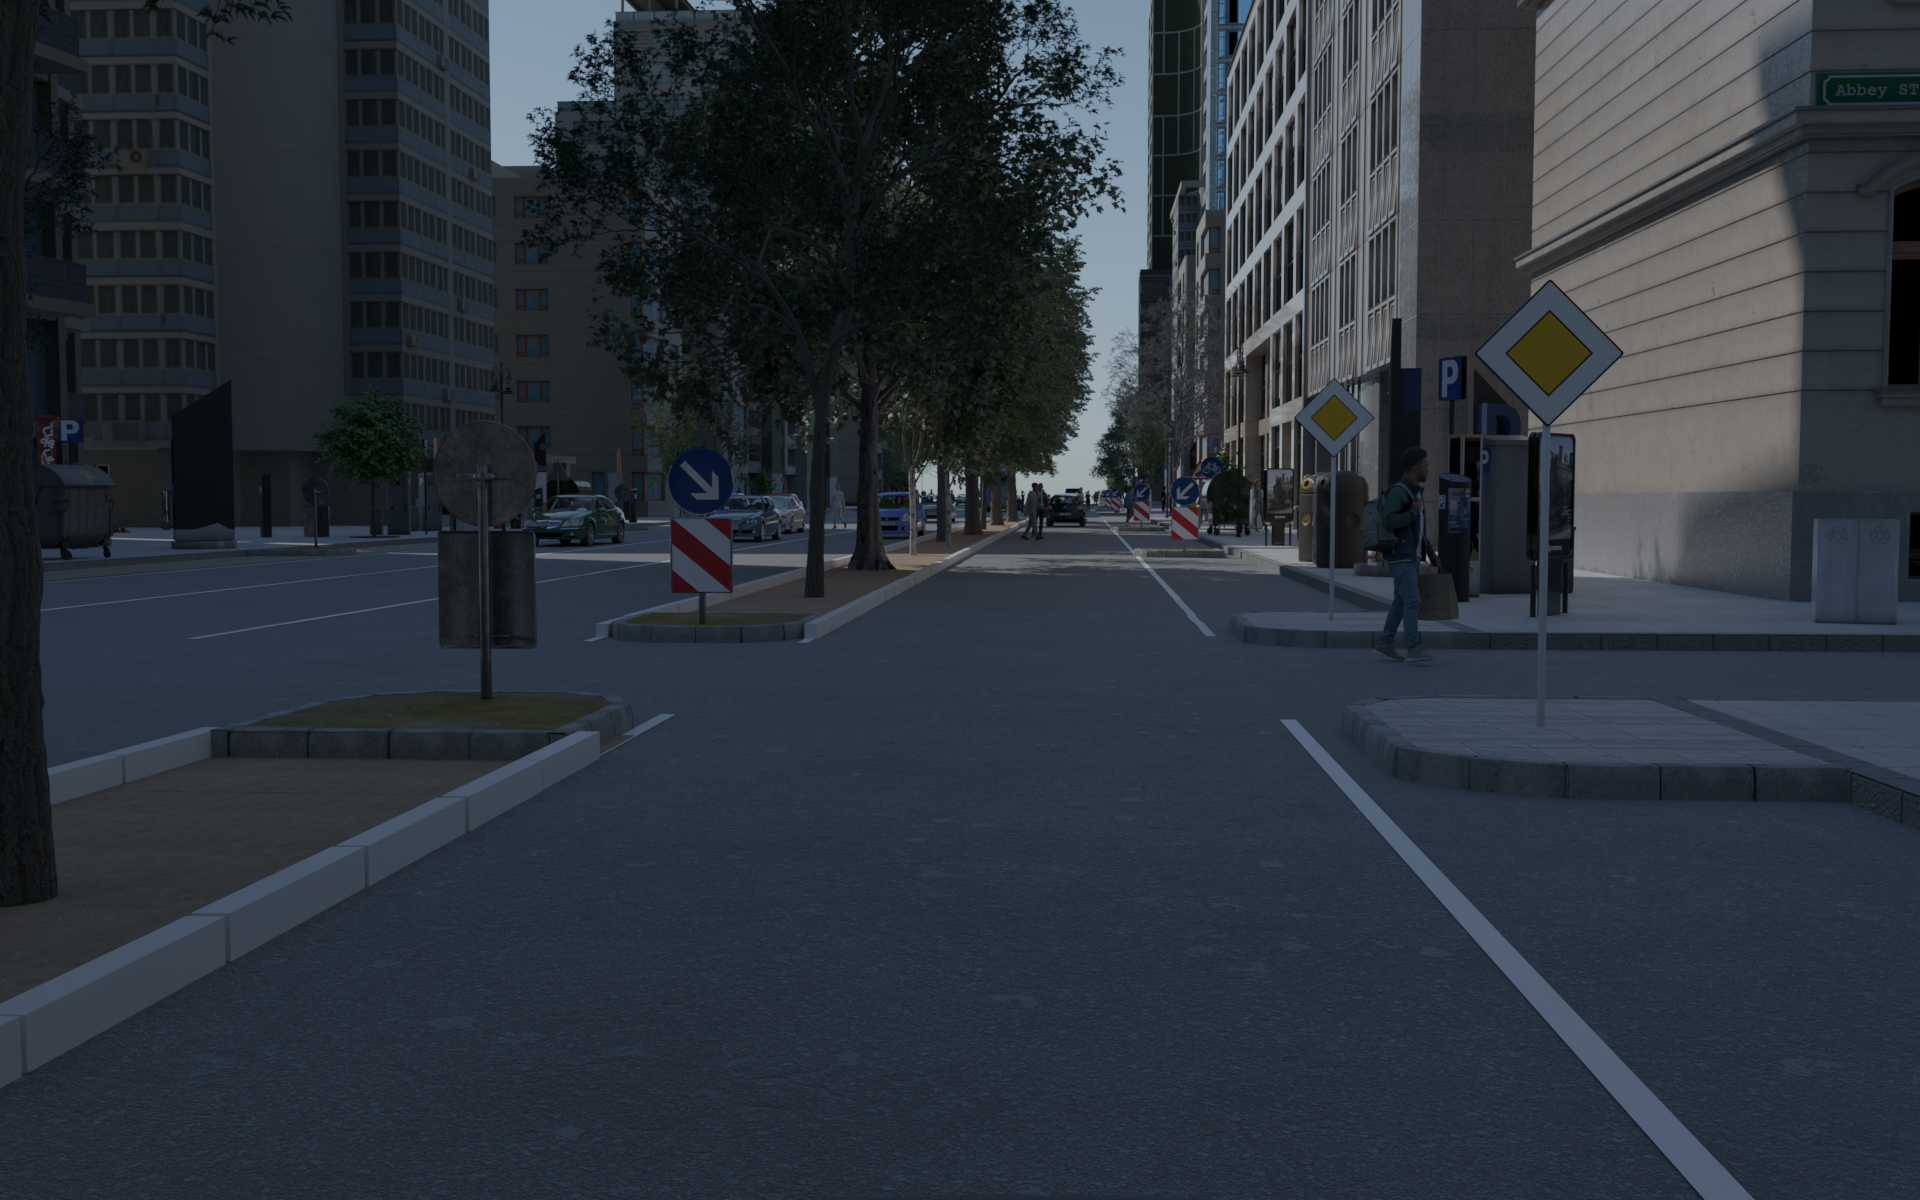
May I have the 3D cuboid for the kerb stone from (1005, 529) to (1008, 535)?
[{"bbox_3d":[1.470,-2.283,59.523,0.120,0.150,1.000,0,4,4],"label":"kerb stone"}]

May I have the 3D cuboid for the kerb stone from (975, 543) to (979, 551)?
[{"bbox_3d":[0.326,-1.279,43.133,0.120,0.150,1.000,0,4,4],"label":"kerb stone"}]

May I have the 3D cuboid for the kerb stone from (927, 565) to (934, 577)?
[{"bbox_3d":[-0.599,-0.465,29.834,0.120,0.150,1.000,0,4,4],"label":"kerb stone"}]

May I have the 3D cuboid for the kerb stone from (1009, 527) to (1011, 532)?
[{"bbox_3d":[1.679,-2.471,62.598,0.120,0.150,1.000,0,4,4],"label":"kerb stone"}]

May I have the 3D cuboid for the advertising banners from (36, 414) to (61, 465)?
[{"bbox_3d":[-20.533,-2.531,37.565,0.090,3.025,2.074,3,5,40],"label":"advertising banners"}]

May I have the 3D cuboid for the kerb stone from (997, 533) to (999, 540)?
[{"bbox_3d":[1.030,-1.907,53.376,0.120,0.150,1.000,0,4,4],"label":"kerb stone"}]

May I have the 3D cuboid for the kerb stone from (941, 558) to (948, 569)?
[{"bbox_3d":[-0.380,-0.655,32.913,0.120,0.150,1.000,0,4,4],"label":"kerb stone"}]

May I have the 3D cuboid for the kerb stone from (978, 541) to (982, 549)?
[{"bbox_3d":[0.399,-1.342,44.156,0.120,0.150,1.000,0,4,4],"label":"kerb stone"}]

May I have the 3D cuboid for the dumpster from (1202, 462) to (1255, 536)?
[{"bbox_3d":[8.412,-3.170,54.324,1.502,2.255,1.985,0,4,4],"label":"dumpster"}]

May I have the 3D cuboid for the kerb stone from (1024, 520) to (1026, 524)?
[{"bbox_3d":[2.810,-3.472,78.964,0.120,0.150,1.000,0,4,4],"label":"kerb stone"}]

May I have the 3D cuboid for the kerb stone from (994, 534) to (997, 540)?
[{"bbox_3d":[0.959,-1.845,52.354,0.120,0.150,1.000,0,4,4],"label":"kerb stone"}]

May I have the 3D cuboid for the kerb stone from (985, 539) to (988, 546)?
[{"bbox_3d":[0.607,-1.530,47.231,0.120,0.150,1.000,0,4,4],"label":"kerb stone"}]

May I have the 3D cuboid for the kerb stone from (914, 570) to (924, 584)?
[{"bbox_3d":[-0.725,-0.342,27.791,0.120,0.150,1.000,0,4,4],"label":"kerb stone"}]

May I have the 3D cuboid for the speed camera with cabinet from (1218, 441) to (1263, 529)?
[{"bbox_3d":[10.314,-4.264,64.044,0.660,3.252,2.038,-3,4,-36],"label":"speed camera with cabinet"}]

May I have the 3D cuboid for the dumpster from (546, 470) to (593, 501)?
[{"bbox_3d":[-15.457,-4.023,68.269,1.502,2.255,1.985,0,4,4],"label":"dumpster"}]

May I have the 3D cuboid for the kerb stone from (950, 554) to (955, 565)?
[{"bbox_3d":[-0.242,-0.775,34.964,0.120,0.150,1.000,0,4,4],"label":"kerb stone"}]

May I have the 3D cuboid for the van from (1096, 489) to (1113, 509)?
[{"bbox_3d":[13.348,-9.169,156.917,2.013,2.044,4.112,0,4,3],"label":"van"}]

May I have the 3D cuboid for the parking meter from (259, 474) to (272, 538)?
[{"bbox_3d":[-20.530,-2.782,51.192,0.255,1.863,0.399,-3,4,-36],"label":"parking meter"}]

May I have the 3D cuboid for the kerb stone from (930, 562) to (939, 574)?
[{"bbox_3d":[-0.520,-0.530,30.855,0.120,0.150,1.000,0,4,4],"label":"kerb stone"}]

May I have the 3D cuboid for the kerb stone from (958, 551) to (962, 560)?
[{"bbox_3d":[-0.105,-0.906,37.003,0.120,0.150,1.000,0,4,4],"label":"kerb stone"}]

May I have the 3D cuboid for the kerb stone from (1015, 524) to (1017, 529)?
[{"bbox_3d":[2.095,-2.839,68.724,0.120,0.150,1.000,0,4,4],"label":"kerb stone"}]

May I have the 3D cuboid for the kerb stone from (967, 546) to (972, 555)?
[{"bbox_3d":[0.117,-1.091,40.074,0.120,0.150,1.000,0,4,4],"label":"kerb stone"}]

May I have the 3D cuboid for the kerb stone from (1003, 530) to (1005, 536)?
[{"bbox_3d":[1.322,-2.158,57.473,0.120,0.150,1.000,0,4,4],"label":"kerb stone"}]

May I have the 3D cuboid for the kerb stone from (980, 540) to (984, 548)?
[{"bbox_3d":[0.469,-1.406,45.181,0.120,0.150,1.000,0,4,4],"label":"kerb stone"}]

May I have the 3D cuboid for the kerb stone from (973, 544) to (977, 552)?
[{"bbox_3d":[0.259,-1.218,42.113,0.120,0.150,1.000,0,4,4],"label":"kerb stone"}]

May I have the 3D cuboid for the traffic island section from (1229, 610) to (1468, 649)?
[{"bbox_3d":[3.803,0.290,17.531,2.009,0.180,2.903,0,4,4],"label":"traffic island section"}]

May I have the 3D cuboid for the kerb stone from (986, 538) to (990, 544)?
[{"bbox_3d":[0.679,-1.594,48.254,0.120,0.150,1.000,0,4,4],"label":"kerb stone"}]

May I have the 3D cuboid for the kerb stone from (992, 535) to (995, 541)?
[{"bbox_3d":[0.890,-1.782,51.333,0.120,0.150,1.000,0,4,4],"label":"kerb stone"}]

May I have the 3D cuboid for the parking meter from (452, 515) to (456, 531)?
[{"bbox_3d":[-17.066,-3.084,58.835,0.372,1.533,0.369,0,3,0],"label":"parking meter"}]

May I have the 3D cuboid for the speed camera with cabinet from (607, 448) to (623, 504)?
[{"bbox_3d":[-14.883,-4.917,74.724,0.660,3.252,2.038,-1,4,-10],"label":"speed camera with cabinet"}]

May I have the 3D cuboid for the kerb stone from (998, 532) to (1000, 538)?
[{"bbox_3d":[1.109,-1.970,54.402,0.120,0.150,1.000,0,4,4],"label":"kerb stone"}]

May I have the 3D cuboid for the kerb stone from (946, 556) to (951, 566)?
[{"bbox_3d":[-0.315,-0.716,33.933,0.120,0.150,1.000,0,4,4],"label":"kerb stone"}]

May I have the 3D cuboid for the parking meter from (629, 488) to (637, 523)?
[{"bbox_3d":[-14.777,-4.270,78.221,0.372,1.533,0.369,0,3,0],"label":"parking meter"}]

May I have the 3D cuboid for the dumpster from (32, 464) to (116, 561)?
[{"bbox_3d":[-17.681,-1.731,34.066,1.264,1.857,1.865,0,4,4],"label":"dumpster"}]

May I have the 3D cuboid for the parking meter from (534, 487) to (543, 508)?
[{"bbox_3d":[-15.619,-3.405,64.090,0.372,1.533,0.369,0,3,0],"label":"parking meter"}]

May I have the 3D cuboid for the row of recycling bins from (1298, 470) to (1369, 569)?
[{"bbox_3d":[6.814,-1.492,31.501,1.069,1.692,3.534,0,4,5],"label":"row of recycling bins"}]

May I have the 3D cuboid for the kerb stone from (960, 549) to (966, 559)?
[{"bbox_3d":[-0.026,-0.969,38.034,0.120,0.150,1.000,0,4,4],"label":"kerb stone"}]

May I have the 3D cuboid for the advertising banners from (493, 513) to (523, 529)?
[{"bbox_3d":[-17.018,-4.143,63.928,2.074,3.025,0.090,1,4,23],"label":"advertising banners"}]

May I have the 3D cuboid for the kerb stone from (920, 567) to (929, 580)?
[{"bbox_3d":[-0.661,-0.405,28.811,0.120,0.150,1.000,0,4,4],"label":"kerb stone"}]

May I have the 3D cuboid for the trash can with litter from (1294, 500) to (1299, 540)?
[{"bbox_3d":[9.553,-2.246,48.104,0.624,1.170,1.055,1,4,12],"label":"trash can with litter"}]

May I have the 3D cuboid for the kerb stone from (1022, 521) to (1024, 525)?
[{"bbox_3d":[2.601,-3.279,75.889,0.120,0.150,1.000,0,4,4],"label":"kerb stone"}]

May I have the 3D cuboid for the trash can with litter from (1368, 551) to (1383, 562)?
[{"bbox_3d":[8.234,-1.313,32.856,1.055,1.170,0.624,-1,4,-22],"label":"trash can with litter"}]

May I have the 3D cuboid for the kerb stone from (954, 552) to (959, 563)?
[{"bbox_3d":[-0.163,-0.843,35.982,0.120,0.150,1.000,0,4,4],"label":"kerb stone"}]

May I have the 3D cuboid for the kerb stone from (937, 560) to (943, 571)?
[{"bbox_3d":[-0.454,-0.593,31.888,0.120,0.150,1.000,0,4,4],"label":"kerb stone"}]

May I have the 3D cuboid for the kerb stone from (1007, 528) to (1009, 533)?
[{"bbox_3d":[1.535,-2.346,60.548,0.120,0.150,1.000,0,4,4],"label":"kerb stone"}]

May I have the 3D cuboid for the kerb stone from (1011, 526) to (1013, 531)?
[{"bbox_3d":[1.809,-2.596,64.640,0.120,0.150,1.000,0,4,4],"label":"kerb stone"}]

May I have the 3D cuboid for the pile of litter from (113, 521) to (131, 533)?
[{"bbox_3d":[-28.468,-2.668,57.594,1.719,0.858,1.176,1,4,19],"label":"pile of litter"}]

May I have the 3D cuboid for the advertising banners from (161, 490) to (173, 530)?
[{"bbox_3d":[-27.687,-3.972,61.127,2.074,3.025,0.090,3,5,40],"label":"advertising banners"}]

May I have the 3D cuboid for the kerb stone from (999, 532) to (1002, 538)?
[{"bbox_3d":[1.175,-2.027,55.422,0.120,0.150,1.000,0,4,4],"label":"kerb stone"}]

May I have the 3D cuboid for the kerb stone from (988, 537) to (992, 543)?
[{"bbox_3d":[0.752,-1.656,49.274,0.120,0.150,1.000,0,4,4],"label":"kerb stone"}]

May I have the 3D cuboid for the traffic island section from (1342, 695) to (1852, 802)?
[{"bbox_3d":[3.251,0.778,9.565,2.009,0.180,2.903,0,4,4],"label":"traffic island section"}]

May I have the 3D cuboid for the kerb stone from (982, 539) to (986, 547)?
[{"bbox_3d":[0.547,-1.468,46.204,0.120,0.150,1.000,0,4,4],"label":"kerb stone"}]

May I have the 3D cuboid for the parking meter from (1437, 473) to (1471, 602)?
[{"bbox_3d":[5.889,-0.748,20.645,0.372,1.533,0.369,0,3,0],"label":"parking meter"}]

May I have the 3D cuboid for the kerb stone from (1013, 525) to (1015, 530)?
[{"bbox_3d":[1.959,-2.721,66.679,0.120,0.150,1.000,0,4,4],"label":"kerb stone"}]

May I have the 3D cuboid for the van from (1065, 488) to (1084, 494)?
[{"bbox_3d":[11.988,-10.937,183.210,2.240,2.365,5.245,0,4,4],"label":"van"}]

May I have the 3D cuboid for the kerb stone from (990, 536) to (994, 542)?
[{"bbox_3d":[0.826,-1.718,50.301,0.120,0.150,1.000,0,4,4],"label":"kerb stone"}]

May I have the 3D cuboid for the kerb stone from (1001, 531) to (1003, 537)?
[{"bbox_3d":[1.252,-2.090,56.441,0.120,0.150,1.000,0,4,4],"label":"kerb stone"}]

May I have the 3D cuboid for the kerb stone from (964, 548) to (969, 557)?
[{"bbox_3d":[0.048,-1.031,39.054,0.120,0.150,1.000,0,4,4],"label":"kerb stone"}]

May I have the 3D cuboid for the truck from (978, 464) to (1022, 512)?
[{"bbox_3d":[3.481,-9.407,143.567,2.967,4.110,18.799,0,4,5],"label":"truck"}]

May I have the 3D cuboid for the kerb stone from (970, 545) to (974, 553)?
[{"bbox_3d":[0.190,-1.153,41.093,0.120,0.150,1.000,0,4,4],"label":"kerb stone"}]
